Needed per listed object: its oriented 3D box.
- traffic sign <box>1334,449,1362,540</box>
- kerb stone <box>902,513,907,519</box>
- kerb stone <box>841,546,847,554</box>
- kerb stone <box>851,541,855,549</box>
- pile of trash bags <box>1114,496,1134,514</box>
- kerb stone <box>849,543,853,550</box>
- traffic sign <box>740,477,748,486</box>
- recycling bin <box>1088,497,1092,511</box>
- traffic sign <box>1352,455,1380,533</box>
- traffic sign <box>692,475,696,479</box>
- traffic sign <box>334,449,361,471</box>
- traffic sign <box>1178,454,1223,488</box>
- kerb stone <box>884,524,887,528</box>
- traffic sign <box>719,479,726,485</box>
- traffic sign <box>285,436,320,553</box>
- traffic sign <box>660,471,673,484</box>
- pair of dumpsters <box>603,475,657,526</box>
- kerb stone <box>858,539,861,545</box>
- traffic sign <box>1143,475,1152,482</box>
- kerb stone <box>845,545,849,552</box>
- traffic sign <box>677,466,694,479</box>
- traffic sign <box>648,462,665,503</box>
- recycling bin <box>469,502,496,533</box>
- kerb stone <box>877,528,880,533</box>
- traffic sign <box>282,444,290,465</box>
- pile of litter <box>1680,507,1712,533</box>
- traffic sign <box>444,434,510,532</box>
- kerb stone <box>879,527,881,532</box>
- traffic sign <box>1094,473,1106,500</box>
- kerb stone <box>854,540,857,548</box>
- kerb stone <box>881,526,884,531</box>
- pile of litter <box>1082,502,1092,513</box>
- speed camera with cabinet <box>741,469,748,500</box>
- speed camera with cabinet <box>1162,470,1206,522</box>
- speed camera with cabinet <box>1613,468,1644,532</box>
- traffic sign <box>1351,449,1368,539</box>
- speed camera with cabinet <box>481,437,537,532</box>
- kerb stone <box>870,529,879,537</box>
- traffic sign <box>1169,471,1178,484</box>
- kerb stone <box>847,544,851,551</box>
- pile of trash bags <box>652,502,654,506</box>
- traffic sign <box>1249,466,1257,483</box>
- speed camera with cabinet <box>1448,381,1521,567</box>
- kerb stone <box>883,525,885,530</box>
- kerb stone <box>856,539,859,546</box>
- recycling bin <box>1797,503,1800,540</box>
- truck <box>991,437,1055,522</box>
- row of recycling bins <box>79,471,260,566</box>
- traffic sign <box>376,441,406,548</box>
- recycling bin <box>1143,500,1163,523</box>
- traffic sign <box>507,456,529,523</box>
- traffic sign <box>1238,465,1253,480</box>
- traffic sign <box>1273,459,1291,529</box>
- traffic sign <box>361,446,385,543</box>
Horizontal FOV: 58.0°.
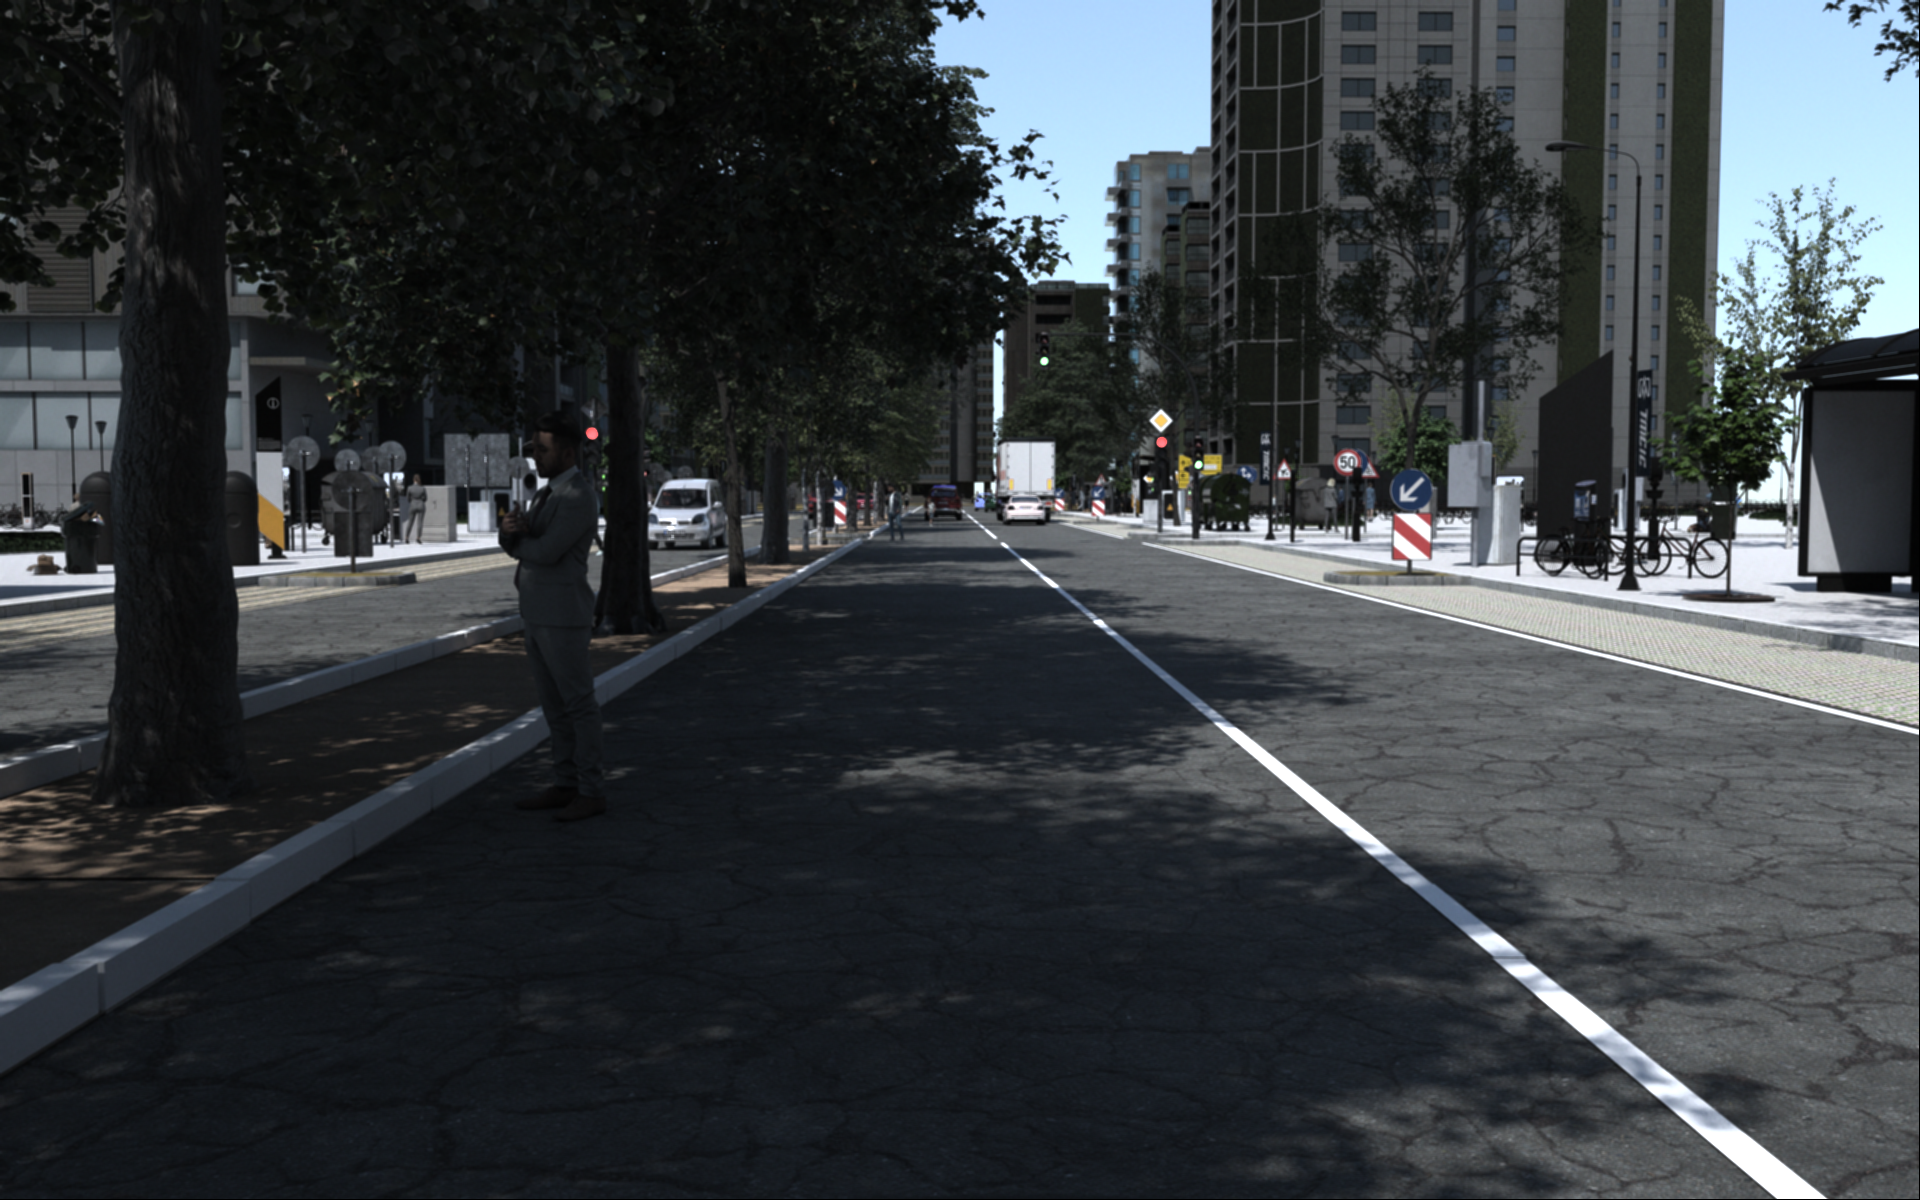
[{"bbox_3d":[10.865,-2.967,48.611,0.768,2.556,0.104,1,4,8],"label":"traffic sign"},{"bbox_3d":[-3.468,-5.144,106.294,0.120,0.150,1.000,0,4,-1],"label":"kerb stone"},{"bbox_3d":[-2.775,-1.096,40.114,0.120,0.150,1.000,0,4,-1],"label":"kerb stone"},{"bbox_3d":[-2.825,-1.340,44.210,0.120,0.150,1.000,0,4,-1],"label":"kerb stone"},{"bbox_3d":[11.382,-6.418,114.691,3.447,1.369,1.912,0,4,4],"label":"pile of trash bags"},{"bbox_3d":[-2.812,-1.279,43.188,0.120,0.150,1.000,0,4,-1],"label":"kerb stone"},{"bbox_3d":[-16.430,-8.047,131.670,0.768,2.556,0.104,0,4,3],"label":"traffic sign"},{"bbox_3d":[9.861,-7.053,127.877,0.722,1.027,0.722,1,4,20],"label":"recycling bin"},{"bbox_3d":[13.359,-3.489,57.047,0.884,2.594,0.081,0,4,7],"label":"traffic sign"},{"bbox_3d":[-16.568,-6.485,106.133,0.768,2.556,0.104,1,4,9],"label":"traffic sign"},{"bbox_3d":[-17.217,-2.971,48.679,0.768,2.556,0.104,0,4,5],"label":"traffic sign"},{"bbox_3d":[12.214,-5.763,88.102,2.265,3.308,0.079,0,4,8],"label":"traffic sign"},{"bbox_3d":[-3.065,-2.823,68.356,0.120,0.150,1.000,0,4,-1],"label":"kerb stone"},{"bbox_3d":[-17.416,-7.738,126.519,0.884,2.594,0.081,0,4,1],"label":"traffic sign"},{"bbox_3d":[-14.334,-2.304,37.779,0.768,2.556,0.104,0,4,3],"label":"traffic sign"},{"bbox_3d":[-15.979,-5.748,94.079,0.768,2.556,0.104,1,4,9],"label":"traffic sign"},{"bbox_3d":[-12.861,-3.956,67.170,1.574,2.255,4.437,0,4,-1],"label":"pair of dumpsters"},{"bbox_3d":[-2.857,-1.535,47.293,0.120,0.150,1.000,0,4,-1],"label":"kerb stone"},{"bbox_3d":[11.112,-6.211,101.286,0.795,2.593,0.064,0,4,7],"label":"traffic sign"},{"bbox_3d":[-2.790,-1.158,41.138,0.120,0.150,1.000,0,4,-1],"label":"kerb stone"},{"bbox_3d":[-12.311,-4.739,77.587,0.768,2.556,0.104,1,4,9],"label":"traffic sign"},{"bbox_3d":[-12.243,-4.247,69.539,0.768,2.556,0.104,0,3,0],"label":"traffic sign"},{"bbox_3d":[-15.847,-2.749,57.495,0.722,1.027,0.722,0,4,2],"label":"recycling bin"},{"bbox_3d":[-3.006,-2.385,61.190,0.120,0.150,1.000,0,4,-1],"label":"kerb stone"},{"bbox_3d":[-17.041,-2.639,43.258,0.768,2.556,0.104,0,4,2],"label":"traffic sign"},{"bbox_3d":[24.719,-2.665,57.536,1.176,0.858,1.719,-3,4,-37],"label":"pile of litter"},{"bbox_3d":[-16.284,-3.947,58.405,2.265,3.308,0.079,0,4,6],"label":"traffic sign"},{"bbox_3d":[-3.016,-2.448,62.213,0.120,0.150,1.000,0,4,-1],"label":"kerb stone"},{"bbox_3d":[8.886,-6.669,109.035,0.884,2.594,0.081,0,4,0],"label":"traffic sign"},{"bbox_3d":[-2.838,-1.408,45.236,0.120,0.150,1.000,0,4,-1],"label":"kerb stone"},{"bbox_3d":[-3.039,-2.636,65.290,0.120,0.150,1.000,0,4,-1],"label":"kerb stone"},{"bbox_3d":[9.002,-6.483,119.963,1.176,0.858,1.719,2,4,25],"label":"pile of litter"},{"bbox_3d":[-15.531,-7.996,125.070,0.660,3.252,2.038,1,4,16],"label":"speed camera with cabinet"},{"bbox_3d":[10.283,-5.210,79.516,2.038,3.252,0.660,2,4,29],"label":"speed camera with cabinet"},{"bbox_3d":[22.787,-3.958,59.042,0.660,3.252,2.038,1,4,10],"label":"speed camera with cabinet"},{"bbox_3d":[11.139,-2.990,48.989,0.768,2.556,0.104,0,4,1],"label":"traffic sign"},{"bbox_3d":[-15.590,-4.010,59.893,0.660,3.252,2.038,3,4,36],"label":"speed camera with cabinet"},{"bbox_3d":[-2.988,-2.322,60.167,0.120,0.150,1.000,0,4,-1],"label":"kerb stone"},{"bbox_3d":[12.124,-5.944,96.924,0.795,2.593,0.064,0,4,2],"label":"traffic sign"},{"bbox_3d":[-2.805,-1.221,42.166,0.120,0.150,1.000,0,4,-1],"label":"kerb stone"},{"bbox_3d":[-14.928,-4.733,87.140,1.912,1.369,3.447,-1,4,-17],"label":"pile of trash bags"},{"bbox_3d":[13.197,-4.840,79.234,0.768,2.556,0.104,0,4,2],"label":"traffic sign"},{"bbox_3d":[9.389,-2.241,30.969,0.660,3.252,2.038,3,4,39],"label":"speed camera with cabinet"},{"bbox_3d":[-3.051,-2.698,66.312,0.120,0.150,1.000,0,4,-1],"label":"kerb stone"},{"bbox_3d":[-2.842,-1.472,46.264,0.120,0.150,1.000,0,4,-1],"label":"kerb stone"},{"bbox_3d":[24.120,-2.215,48.770,0.722,1.027,0.722,-2,4,-27],"label":"recycling bin"},{"bbox_3d":[3.286,-6.234,90.840,2.839,4.237,11.283,0,4,-2],"label":"truck"},{"bbox_3d":[-14.312,-1.479,31.302,3.534,1.692,1.069,1,4,13],"label":"row of recycling bins"},{"bbox_3d":[-13.591,-2.524,41.376,0.768,2.556,0.104,1,4,9],"label":"traffic sign"},{"bbox_3d":[8.713,-4.010,78.119,0.722,1.027,0.722,2,4,28],"label":"recycling bin"},{"bbox_3d":[-14.776,-3.536,57.914,0.768,2.556,0.104,0,4,4],"label":"traffic sign"},{"bbox_3d":[12.650,-4.703,77.003,0.768,2.556,0.104,0,4,2],"label":"traffic sign"},{"bbox_3d":[11.851,-3.878,63.404,0.884,2.594,0.081,0,4,4],"label":"traffic sign"},{"bbox_3d":[-15.450,-2.794,45.780,0.768,2.556,0.104,0,4,0],"label":"traffic sign"}]
